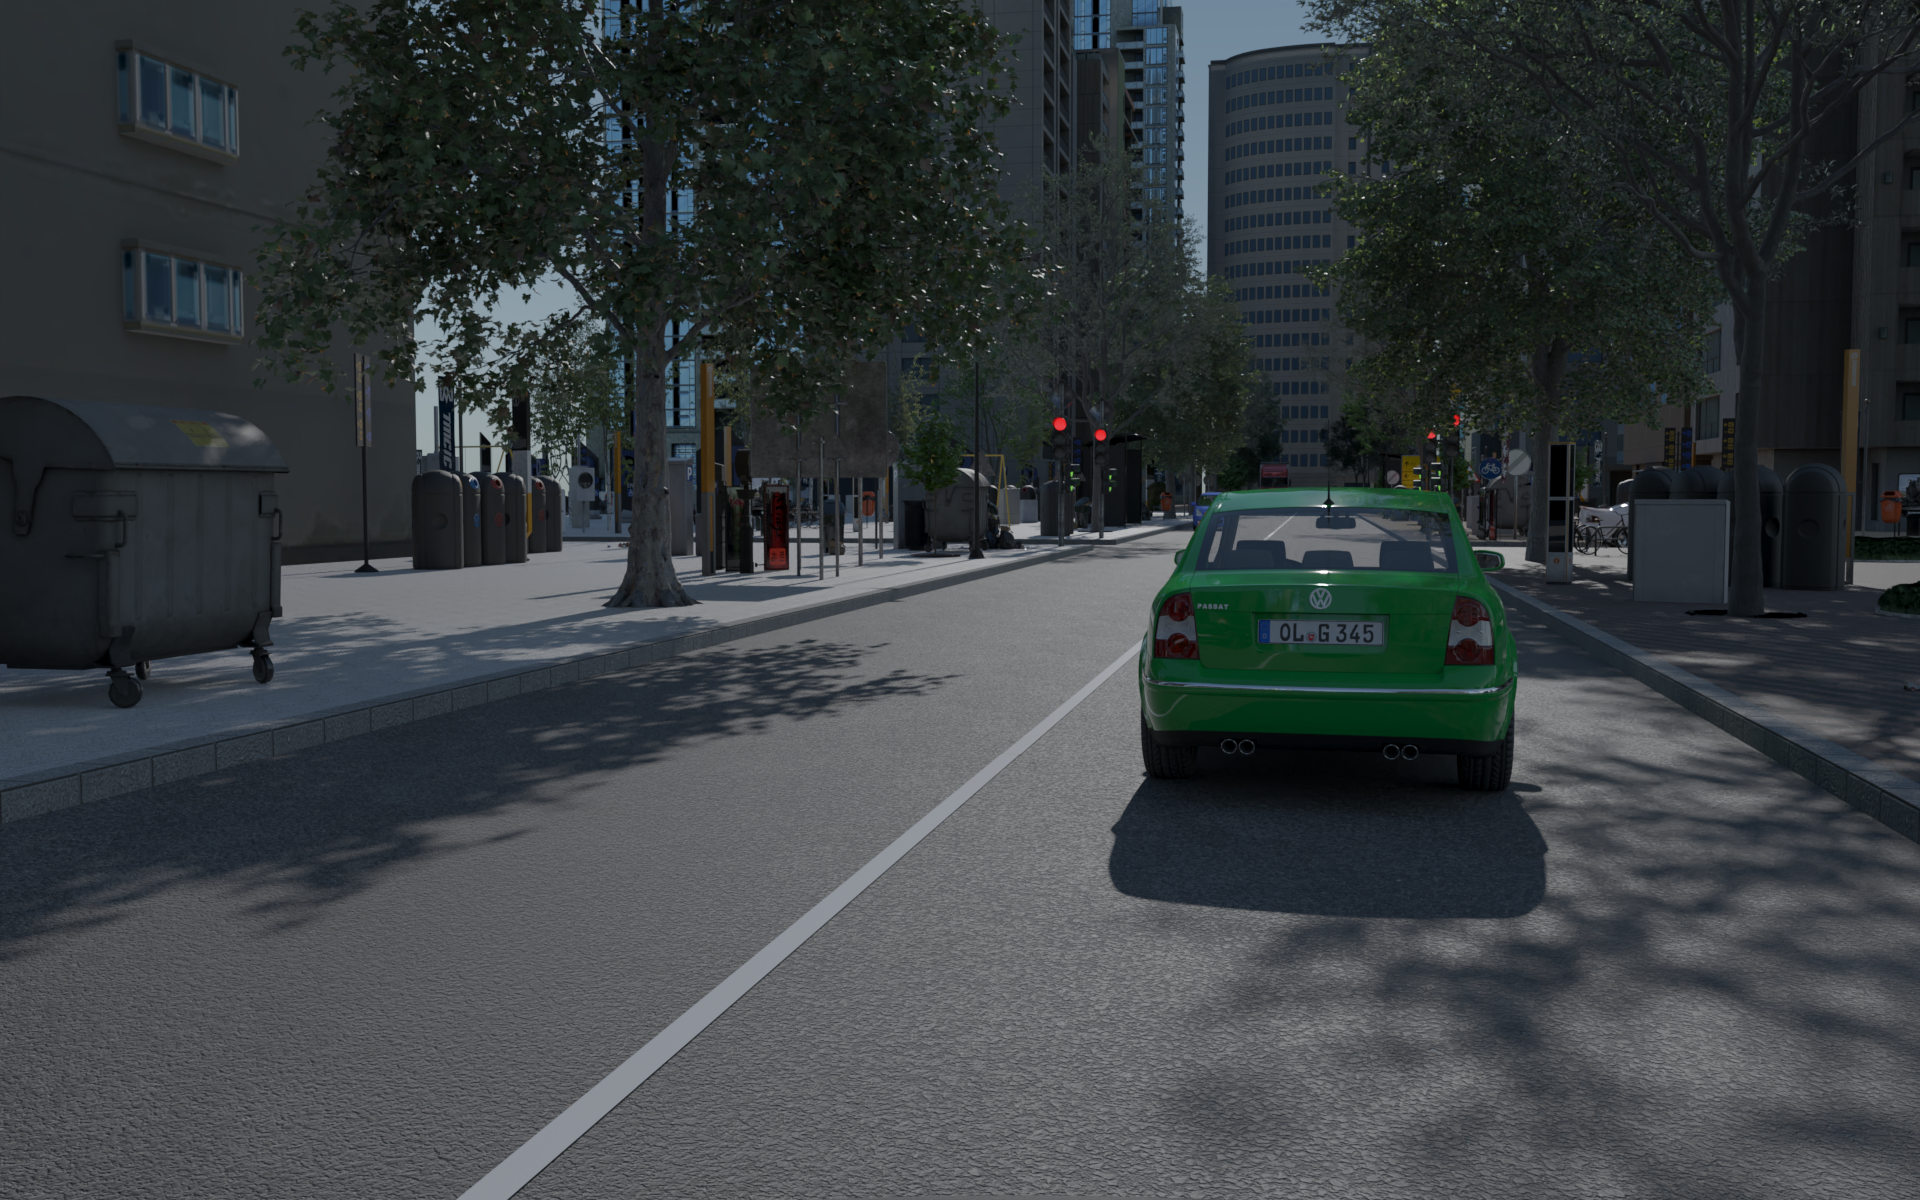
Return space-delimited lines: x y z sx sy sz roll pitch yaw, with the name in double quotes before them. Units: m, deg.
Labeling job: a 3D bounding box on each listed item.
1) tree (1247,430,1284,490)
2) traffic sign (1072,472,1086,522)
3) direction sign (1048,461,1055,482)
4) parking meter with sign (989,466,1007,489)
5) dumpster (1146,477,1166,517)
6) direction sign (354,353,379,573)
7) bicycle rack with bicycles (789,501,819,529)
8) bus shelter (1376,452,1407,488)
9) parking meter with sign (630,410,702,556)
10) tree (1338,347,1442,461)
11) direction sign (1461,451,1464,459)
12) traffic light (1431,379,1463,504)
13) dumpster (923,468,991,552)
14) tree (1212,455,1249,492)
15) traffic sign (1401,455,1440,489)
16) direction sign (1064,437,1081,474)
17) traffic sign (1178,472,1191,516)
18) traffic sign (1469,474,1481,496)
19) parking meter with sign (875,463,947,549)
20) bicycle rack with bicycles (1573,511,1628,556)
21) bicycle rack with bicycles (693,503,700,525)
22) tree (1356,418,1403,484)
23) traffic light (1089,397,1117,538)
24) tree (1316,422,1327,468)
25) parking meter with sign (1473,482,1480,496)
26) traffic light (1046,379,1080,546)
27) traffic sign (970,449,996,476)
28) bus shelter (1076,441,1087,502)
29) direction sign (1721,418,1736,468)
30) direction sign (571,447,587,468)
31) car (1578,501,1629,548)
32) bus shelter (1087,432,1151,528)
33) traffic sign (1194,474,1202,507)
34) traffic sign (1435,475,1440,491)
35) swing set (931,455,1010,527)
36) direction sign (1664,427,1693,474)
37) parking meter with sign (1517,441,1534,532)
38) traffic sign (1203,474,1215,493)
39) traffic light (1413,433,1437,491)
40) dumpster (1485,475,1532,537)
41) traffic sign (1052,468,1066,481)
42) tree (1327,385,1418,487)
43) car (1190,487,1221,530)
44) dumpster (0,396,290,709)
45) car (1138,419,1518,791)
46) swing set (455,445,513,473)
"tree" 31.451 -15.482 187.540 8.767 10.594 7.601 3 4 36
"traffic sign" 4.708 -4.313 70.528 0.884 2.594 0.081 1 4 21
"direction sign" 6.392 -7.866 120.602 0.379 3.537 0.876 2 4 34
"parking meter with sign" 2.077 -6.906 109.170 1.738 3.016 0.543 -1 4 -15
"dumpster" 11.202 -5.794 97.223 1.502 2.255 1.985 1 4 12
"direction sign" -9.753 -2.224 28.356 0.379 3.537 0.876 0 4 -4
"bicycle rack with bicycles" -5.958 -3.115 64.320 2.925 0.926 2.852 0 4 -3
"bus shelter" 24.792 -6.601 99.204 1.731 3.624 6.357 1 4 12
"parking meter with sign" -5.944 -2.436 36.093 1.738 3.016 0.543 1 4 13
"tree" 29.112 -11.659 116.380 9.928 11.665 9.643 0 3 0
"direction sign" 26.506 -6.137 92.334 0.379 3.537 0.876 -2 4 -31
"traffic light" 11.479 -3.158 40.561 0.839 4.253 0.868 1 4 12
"dumpster" -0.076 -2.008 38.590 1.264 1.857 1.865 1 4 12
"tree" 21.542 -9.418 137.697 4.285 4.588 4.351 0 3 0
"traffic sign" 24.183 -5.902 90.373 2.265 3.308 0.079 1 4 19
"direction sign" 4.388 -4.698 68.811 0.876 3.537 0.379 1 4 18
"traffic sign" 12.897 -6.079 99.492 0.768 2.556 0.104 1 4 21
"traffic sign" 22.630 -4.700 76.849 0.884 2.594 0.081 1 4 13
"parking meter with sign" -1.172 -2.707 40.526 1.738 3.016 0.543 -1 4 -20
"bicycle rack with bicycles" 13.306 -1.450 37.095 2.925 0.926 2.852 -2 4 -28
"bicycle rack with bicycles" -11.863 -3.562 71.626 2.852 0.926 2.925 0 4 5
"tree" 34.740 -11.785 143.039 4.360 8.622 3.978 0 3 0
"traffic light" 4.126 -3.749 50.218 0.839 4.253 0.868 1 4 12
"tree" 37.573 -13.827 160.485 8.767 10.594 7.601 -1 4 -13
"parking meter with sign" 28.830 -6.154 96.886 1.738 3.016 0.543 -1 4 -20
"traffic light" 2.505 -3.271 42.399 0.839 4.253 0.868 1 4 12
"traffic sign" 0.606 -3.073 50.242 0.884 2.594 0.081 1 4 13
"bus shelter" 6.318 -5.165 75.735 1.731 3.624 6.357 1 4 12
"direction sign" 23.156 -3.646 51.603 0.876 3.537 0.379 2 4 30
"direction sign" -18.326 -5.586 83.330 0.876 3.537 0.379 2 4 24
"car" 18.240 -1.936 44.010 4.827 1.381 2.083 1 4 12
"bus shelter" 6.467 -4.765 69.186 1.731 3.624 6.357 1 4 12
"traffic sign" 15.262 -6.857 112.221 0.768 2.556 0.104 1 4 14
"traffic sign" 22.341 -4.851 81.442 0.606 2.300 0.079 1 4 14
"swing set" 0.188 -4.345 68.665 3.119 2.851 2.862 -1 4 -10
"direction sign" 24.408 -4.094 58.933 0.876 3.537 0.379 2 4 31
"parking meter with sign" 18.791 -3.710 56.917 0.543 3.016 1.738 0 4 -2
"traffic sign" 15.994 -6.801 111.302 0.768 2.556 0.104 1 4 14
"traffic light" 13.101 -3.637 48.381 0.839 4.253 0.868 1 4 12
"dumpster" 16.601 -2.852 52.393 1.264 1.857 1.865 1 4 12
"traffic sign" 4.177 -4.307 70.421 0.884 2.594 0.081 1 4 18
"tree" 31.850 -11.984 130.359 7.601 10.594 8.767 1 4 14
"car" 10.210 -3.649 69.250 1.945 1.707 3.694 1 4 10
"dumpster" -5.355 -0.326 11.095 1.264 1.857 1.865 1 4 12
"car" 2.126 -0.066 9.869 1.959 1.807 4.718 1 4 14
"swing set" -15.894 -3.588 56.289 3.119 2.851 2.862 2 4 26
